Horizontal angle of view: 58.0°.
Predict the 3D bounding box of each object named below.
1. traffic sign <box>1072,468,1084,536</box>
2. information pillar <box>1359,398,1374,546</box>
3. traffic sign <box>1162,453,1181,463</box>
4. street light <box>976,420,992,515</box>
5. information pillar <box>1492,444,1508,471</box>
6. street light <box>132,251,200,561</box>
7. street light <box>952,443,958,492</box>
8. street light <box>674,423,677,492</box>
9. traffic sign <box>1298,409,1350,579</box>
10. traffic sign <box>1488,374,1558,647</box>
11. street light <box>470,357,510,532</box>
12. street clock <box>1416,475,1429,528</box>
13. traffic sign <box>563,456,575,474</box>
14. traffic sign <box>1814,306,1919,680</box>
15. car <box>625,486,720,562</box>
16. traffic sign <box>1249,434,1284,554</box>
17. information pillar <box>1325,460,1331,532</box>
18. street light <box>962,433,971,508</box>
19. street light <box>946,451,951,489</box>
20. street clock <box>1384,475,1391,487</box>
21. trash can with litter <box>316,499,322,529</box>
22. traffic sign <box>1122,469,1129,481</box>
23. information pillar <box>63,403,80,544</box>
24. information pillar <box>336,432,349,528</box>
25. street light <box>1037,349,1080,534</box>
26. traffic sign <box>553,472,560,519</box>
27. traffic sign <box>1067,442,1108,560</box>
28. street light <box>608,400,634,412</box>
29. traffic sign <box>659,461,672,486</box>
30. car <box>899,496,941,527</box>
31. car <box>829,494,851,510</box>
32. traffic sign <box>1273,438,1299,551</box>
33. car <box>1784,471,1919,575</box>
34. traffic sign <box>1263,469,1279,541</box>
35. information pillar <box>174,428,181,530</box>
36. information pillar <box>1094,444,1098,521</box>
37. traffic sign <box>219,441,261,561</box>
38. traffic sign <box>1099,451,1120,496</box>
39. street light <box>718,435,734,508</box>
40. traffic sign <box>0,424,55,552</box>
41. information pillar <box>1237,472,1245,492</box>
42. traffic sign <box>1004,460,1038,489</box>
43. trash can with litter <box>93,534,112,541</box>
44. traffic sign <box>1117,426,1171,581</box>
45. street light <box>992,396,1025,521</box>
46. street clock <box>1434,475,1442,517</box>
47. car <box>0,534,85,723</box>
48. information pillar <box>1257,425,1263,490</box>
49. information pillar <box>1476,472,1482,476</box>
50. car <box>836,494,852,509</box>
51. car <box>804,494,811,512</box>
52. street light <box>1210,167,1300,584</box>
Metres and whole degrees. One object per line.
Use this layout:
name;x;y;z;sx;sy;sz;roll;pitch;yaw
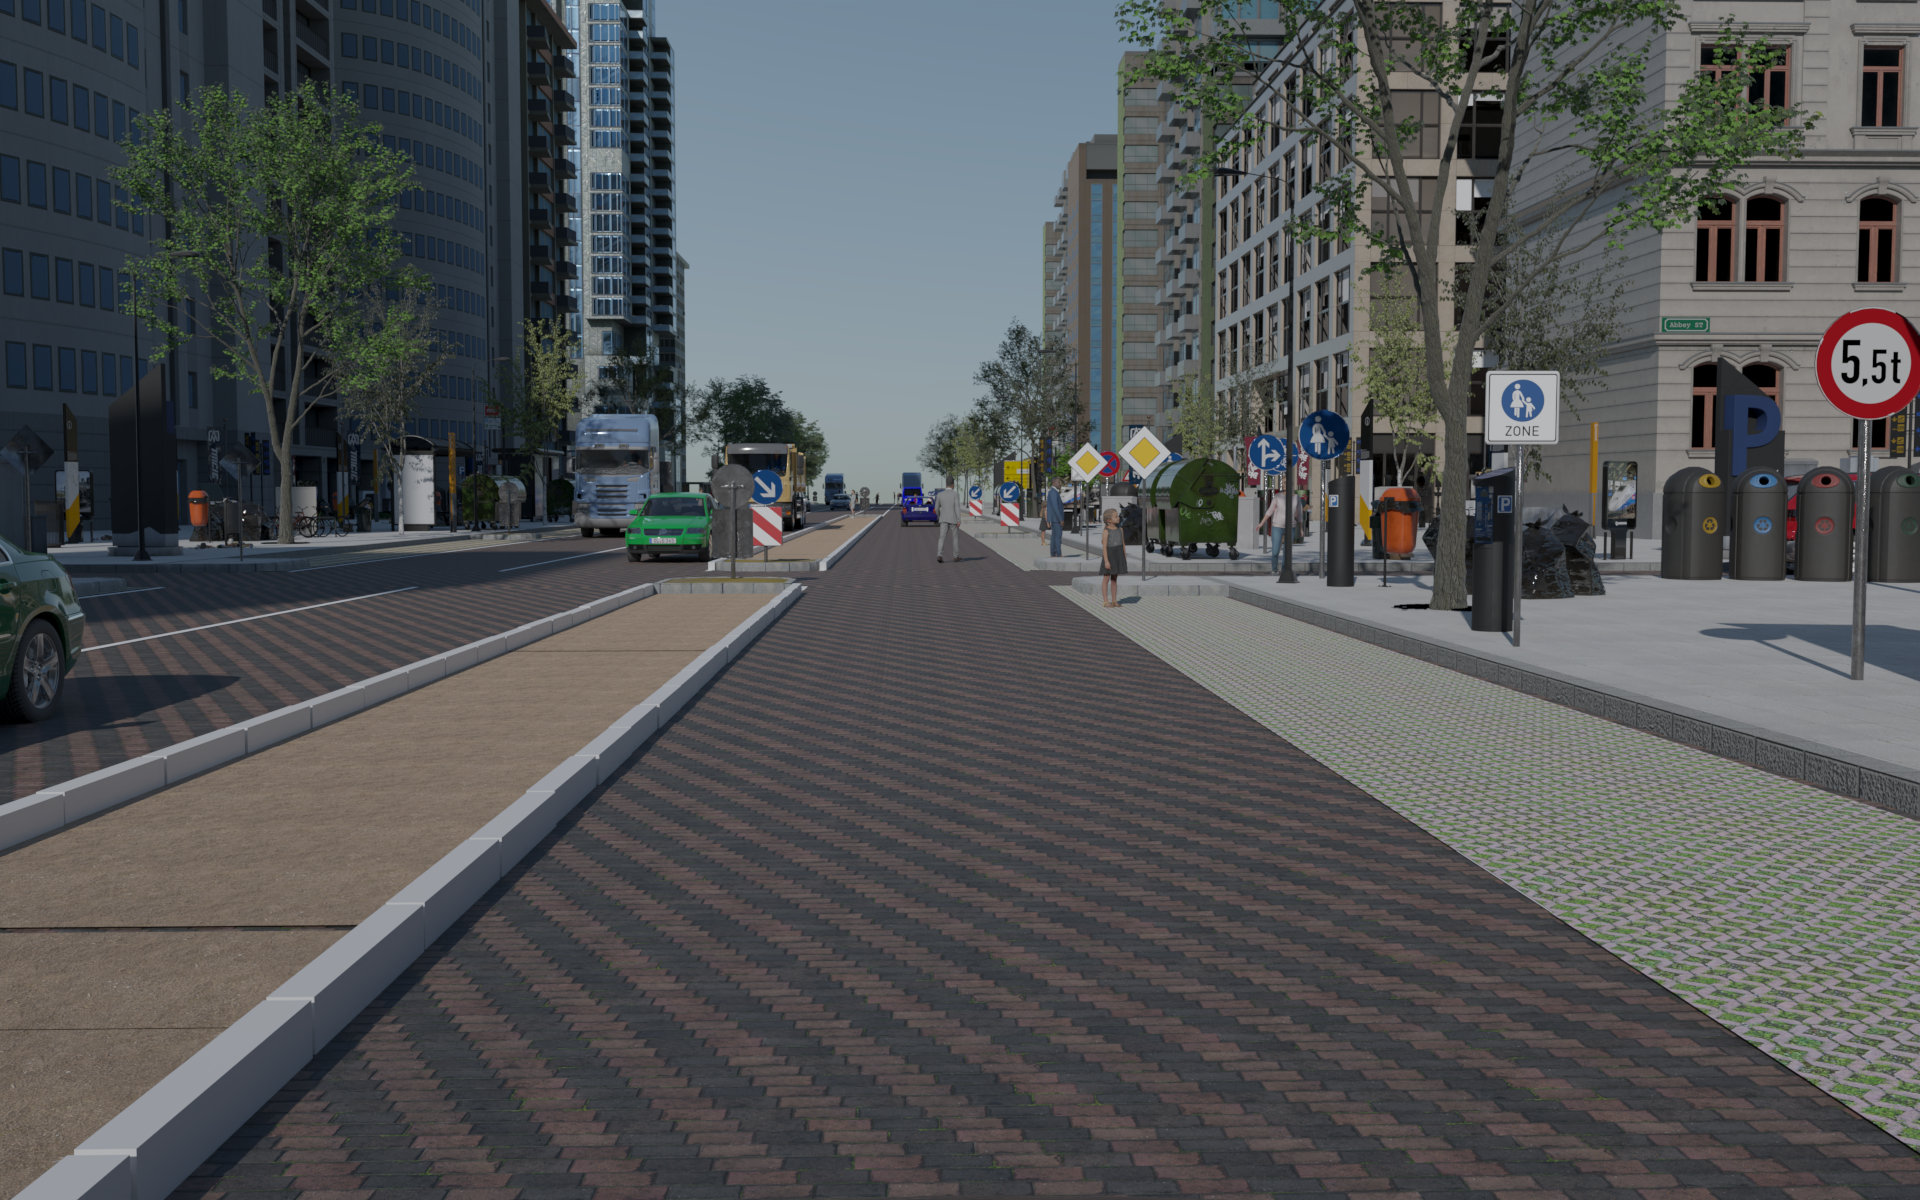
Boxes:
traffic sign;3.687;-3.088;52.616;0.606;2.300;0.079;0;4;0
information pillar;10.002;-3.135;42.606;0.183;3.616;0.504;-1;4;-16
traffic sign;6.554;-3.260;53.413;0.768;2.556;0.104;0;4;0
street light;1.585;-8.283;107.966;1.470;5.913;1.316;0;4;-2
information pillar;10.919;-2.670;35.011;0.183;3.616;0.504;-1;4;-13
street light;-15.209;-3.709;33.189;1.470;5.913;1.316;0;4;-2
street light;0.143;-11.363;158.330;1.470;5.913;1.316;0;4;-2
street light;-17.465;-8.374;109.463;1.470;5.913;1.316;0;4;-2
traffic sign;5.492;-1.597;26.210;0.768;2.556;0.104;0;4;3
traffic sign;4.680;-0.756;14.496;0.606;2.300;0.079;0;4;0
street light;-15.987;-5.288;58.992;1.470;5.913;1.316;0;4;-2
street clock;17.631;-3.759;66.031;0.358;2.002;0.471;-2;4;-32
traffic sign;-20.120;-6.042;92.665;2.265;3.308;0.079;0;4;5
traffic sign;6.195;-0.720;11.879;0.768;2.556;0.104;0;4;-1
car;-6.146;-1.779;37.881;1.959;1.807;4.718;0;4;-1
traffic sign;6.552;-2.264;37.120;0.768;2.556;0.104;0;4;-1
information pillar;12.292;-4.073;57.942;0.183;3.616;0.504;2;4;28
street light;0.929;-9.785;132.527;1.470;5.913;1.316;0;4;-2
street light;-0.798;-12.984;184.827;1.470;5.913;1.316;0;4;-2
street clock;16.291;-3.763;66.090;0.358;2.002;0.471;1;4;10
trash can with litter;-24.043;-3.179;63.035;1.678;1.210;2.233;2;4;33
traffic sign;7.073;-4.341;70.972;0.884;2.594;0.081;0;4;6
information pillar;-22.941;-3.263;44.703;0.183;3.616;0.504;0;4;4
information pillar;-23.222;-4.510;65.097;0.183;3.616;0.504;2;4;25
street light;3.183;-5.091;55.777;1.470;5.913;1.316;0;4;-2
traffic sign;-20.887;-5.439;89.029;0.768;2.556;0.104;0;4;5
traffic sign;2.464;-1.827;33.507;0.795;2.450;0.064;0;4;-2
street light;-16.797;-6.921;85.697;1.470;5.913;1.316;0;4;-2
traffic sign;-19.116;-6.988;108.122;2.265;3.308;0.079;0;4;2
car;-1.743;-3.937;76.958;1.945;1.354;3.894;0;4;0
car;-10.682;-8.748;155.025;2.014;1.417;4.499;0;4;-1
traffic sign;7.266;-2.391;39.200;0.768;2.556;0.104;0;4;1
car;16.227;-1.294;29.834;5.304;1.827;2.281;0;4;-1
traffic sign;8.531;-2.880;47.186;0.768;2.556;0.104;0;4;0
information pillar;-27.688;-4.272;61.199;0.183;3.616;0.504;-2;4;-26
information pillar;6.335;-5.511;81.465;0.183;3.616;0.504;-1;4;-14
traffic sign;-13.723;-1.797;33.031;0.795;2.450;0.064;0;4;-2
traffic sign;4.363;-3.130;51.290;0.768;2.556;0.104;0;4;6
street light;-18.334;-9.959;135.374;1.470;5.913;1.316;0;4;-2
traffic sign;-13.477;-1.309;25.049;0.795;2.450;0.064;0;4;-2
information pillar;9.134;-3.201;56.823;0.304;2.012;0.304;2;4;32
traffic sign;3.762;-6.773;104.609;2.265;3.308;0.079;0;3;0
trash can with litter;-23.484;-2.285;48.425;2.233;1.210;1.678;3;4;38
traffic sign;2.710;-1.338;25.525;0.795;2.450;0.064;0;4;-2
street light;2.386;-6.705;82.163;1.470;5.913;1.316;0;4;-2
street clock;18.258;-3.766;66.136;0.358;2.002;0.471;1;4;14
car;-6.607;0.140;9.508;2.131;1.459;4.920;0;4;-3
information pillar;10.201;-4.134;58.951;0.183;3.616;0.504;0;4;-5
information pillar;17.416;-3.264;57.866;0.304;2.012;0.304;0;4;-6
car;-11.226;-9.702;168.851;2.015;1.641;3.980;0;4;-2
car;-12.946;-7.872;138.490;2.009;1.686;4.222;0;4;0
street light;4.194;-3.197;24.810;1.470;5.913;1.316;0;4;-2
